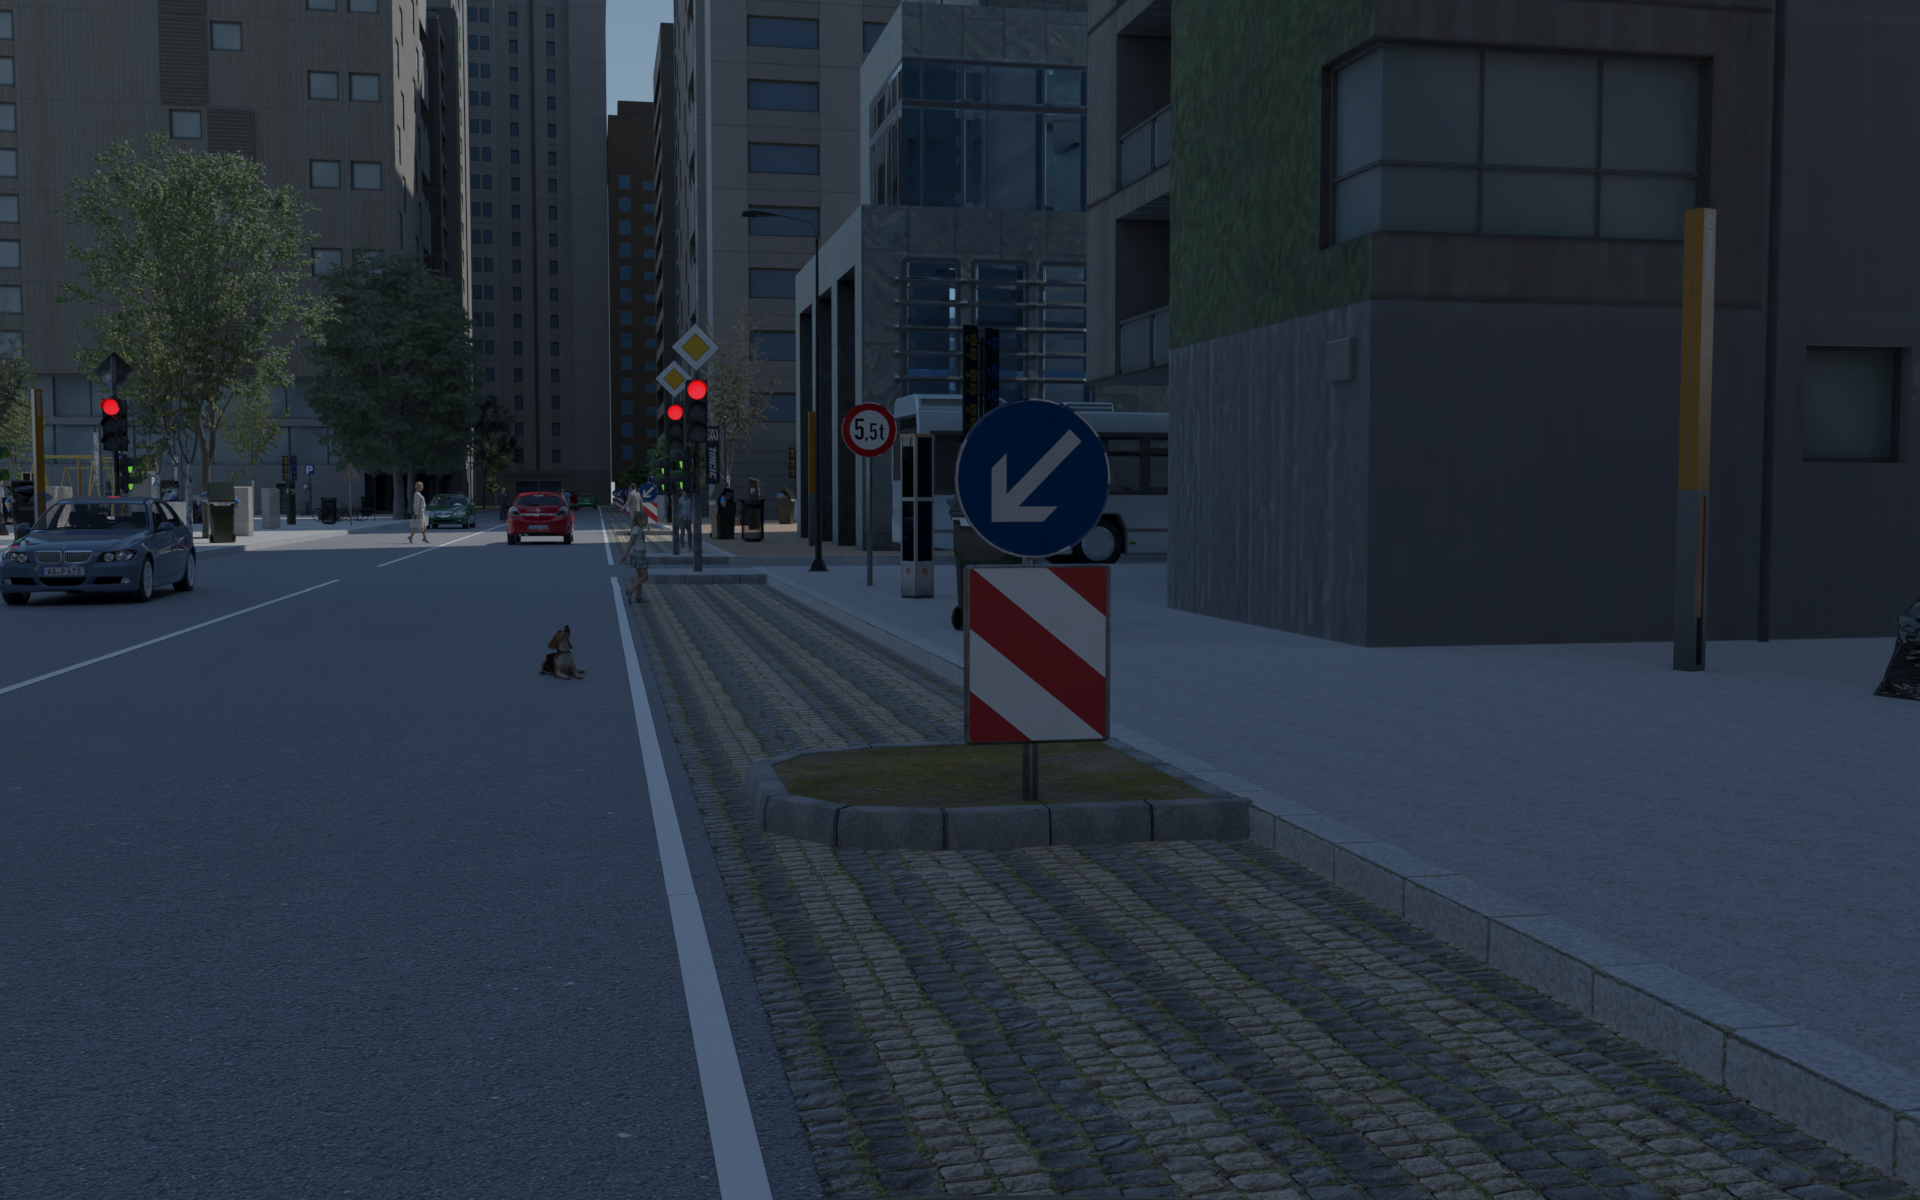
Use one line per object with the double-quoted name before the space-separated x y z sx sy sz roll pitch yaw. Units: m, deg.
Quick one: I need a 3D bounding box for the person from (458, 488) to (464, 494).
"person" -30.749 -5.998 106.905 0.599 1.781 0.374 -1 4 -13

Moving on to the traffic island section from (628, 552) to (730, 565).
"traffic island section" -5.971 -0.873 36.558 2.009 0.180 2.903 -1 4 -12

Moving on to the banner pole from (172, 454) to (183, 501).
"banner pole" -43.644 -6.526 96.711 0.863 3.779 0.401 1 4 13

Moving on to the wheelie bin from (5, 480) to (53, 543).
"wheelie bin" -21.521 -1.966 40.051 0.980 1.594 0.693 -2 4 -26

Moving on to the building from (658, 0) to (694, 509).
"building" -16.639 -43.707 152.857 20.563 71.187 20.611 -1 4 -12

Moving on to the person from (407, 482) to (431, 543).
"person" -15.773 -2.543 50.432 0.624 1.780 0.694 0 4 -1

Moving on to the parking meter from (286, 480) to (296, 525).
"parking meter" -27.989 -4.083 72.465 0.255 1.863 0.399 -3 5 -44

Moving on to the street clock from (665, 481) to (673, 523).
"street clock" -12.956 -4.443 77.217 0.358 2.002 0.471 -2 4 -31

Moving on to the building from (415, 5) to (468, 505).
"building" -47.957 -27.920 140.092 14.154 41.232 14.086 -1 4 -12

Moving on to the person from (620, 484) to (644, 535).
"person" -11.124 -3.080 59.132 0.850 1.792 0.678 2 4 29

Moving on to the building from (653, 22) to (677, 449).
"building" -19.552 -33.688 174.498 21.300 48.544 21.600 -1 4 -12

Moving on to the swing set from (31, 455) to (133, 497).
"swing set" -37.202 -4.641 73.505 3.119 2.851 2.862 -1 4 -16

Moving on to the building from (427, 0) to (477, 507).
"building" -58.392 -44.528 166.289 20.611 71.187 20.563 -1 4 -12

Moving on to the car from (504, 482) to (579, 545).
"car" -12.211 -2.536 50.512 2.155 1.783 4.494 -1 4 -11

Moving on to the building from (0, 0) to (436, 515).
"building" -50.964 -32.314 117.577 28.713 52.752 27.495 -1 4 -12

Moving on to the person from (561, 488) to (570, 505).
"person" -23.825 -5.876 104.599 0.660 1.820 0.620 1 4 17

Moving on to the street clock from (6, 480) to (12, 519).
"street clock" -49.455 -5.245 90.318 0.471 2.002 0.358 2 4 23

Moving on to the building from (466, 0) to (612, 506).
"building" -55.080 -40.279 200.554 28.212 58.520 21.231 -1 4 -12

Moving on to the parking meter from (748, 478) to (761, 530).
"parking meter" -7.363 -3.448 62.080 0.399 1.863 0.255 1 4 17

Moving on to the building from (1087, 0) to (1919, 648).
"building" 8.851 -20.656 21.324 14.154 41.232 14.086 -1 4 -12

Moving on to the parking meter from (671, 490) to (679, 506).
"parking meter" -13.686 -4.570 83.137 0.372 1.533 0.369 0 3 0

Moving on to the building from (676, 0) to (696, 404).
"building" -7.156 -33.107 130.538 28.713 52.752 27.495 -1 4 -12

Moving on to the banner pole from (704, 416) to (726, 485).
"banner pole" -7.813 -4.026 55.846 0.863 3.779 0.401 0 4 -1

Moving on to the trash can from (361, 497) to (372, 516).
"trash can" -34.313 -5.413 100.154 0.748 1.137 0.748 0 3 0

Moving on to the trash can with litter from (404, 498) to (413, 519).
"trash can with litter" -28.350 -4.704 88.295 0.624 1.170 1.055 1 4 8

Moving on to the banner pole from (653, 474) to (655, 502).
"banner pole" -17.486 -6.663 98.960 0.401 3.779 0.863 0 4 -5

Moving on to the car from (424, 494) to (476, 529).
"car" -21.364 -3.715 72.539 2.131 1.459 4.920 -1 4 -10

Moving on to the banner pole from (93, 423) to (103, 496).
"banner pole" -30.308 -4.338 60.951 0.863 3.779 0.401 3 5 44

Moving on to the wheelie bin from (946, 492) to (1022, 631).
"wheelie bin" 0.310 -0.514 16.304 0.980 1.594 0.693 2 4 29

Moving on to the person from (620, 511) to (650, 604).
"person" -4.252 -0.561 22.683 0.382 1.210 0.505 0 4 -7

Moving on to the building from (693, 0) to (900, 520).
"building" -4.528 -34.018 98.193 21.231 58.520 28.212 -1 4 -12

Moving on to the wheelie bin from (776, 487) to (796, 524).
"wheelie bin" -7.409 -4.019 73.620 0.693 1.594 0.980 1 4 13

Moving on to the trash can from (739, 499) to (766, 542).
"trash can" -5.555 -2.125 46.396 0.748 1.137 0.748 0 3 0

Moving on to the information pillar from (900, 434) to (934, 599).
"information pillar" -0.525 -1.030 21.336 0.304 2.012 0.304 -3 5 -40

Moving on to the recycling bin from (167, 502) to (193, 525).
"recycling bin" -25.339 -2.657 55.999 0.722 1.027 0.722 2 4 33

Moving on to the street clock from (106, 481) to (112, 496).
"street clock" -47.972 -5.691 97.617 0.358 2.002 0.471 -2 4 -27

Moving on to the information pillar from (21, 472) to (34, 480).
"information pillar" -31.097 -3.262 57.825 0.304 2.012 0.304 -1 4 -14

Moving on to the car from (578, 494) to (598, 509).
"car" -35.070 -9.428 162.939 1.959 1.807 4.718 -1 4 -11

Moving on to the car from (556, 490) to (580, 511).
"car" -33.650 -8.518 147.935 2.281 1.827 5.304 -1 4 -11

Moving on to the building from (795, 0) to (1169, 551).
"building" 10.690 -45.116 50.325 31.000 86.520 22.319 -1 4 -12

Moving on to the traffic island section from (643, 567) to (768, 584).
"traffic island section" -4.330 -0.395 28.743 2.009 0.180 2.903 -1 4 -12

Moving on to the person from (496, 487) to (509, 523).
"person" -22.729 -4.721 86.116 0.576 1.772 0.534 -3 4 -38

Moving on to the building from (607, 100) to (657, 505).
"building" -33.540 -33.728 201.558 14.200 45.320 14.600 -1 4 -12

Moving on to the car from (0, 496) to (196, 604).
"car" -11.925 -0.745 24.189 2.014 1.417 4.499 -1 4 -13

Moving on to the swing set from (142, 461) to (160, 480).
"swing set" -39.843 -5.188 82.445 3.119 2.851 2.862 -3 5 -42

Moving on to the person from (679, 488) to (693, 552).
"person" -6.799 -1.987 42.806 0.589 1.601 0.330 -3 5 -42

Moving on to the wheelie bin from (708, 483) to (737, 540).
"wheelie bin" -6.721 -2.519 49.096 0.693 1.594 0.980 -2 4 -31

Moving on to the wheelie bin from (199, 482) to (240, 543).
"wheelie bin" -19.460 -2.300 45.520 0.980 1.594 0.693 -2 4 -30

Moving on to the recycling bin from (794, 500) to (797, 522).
"recycling bin" -7.208 -4.039 78.597 0.722 1.027 0.722 -3 5 -43

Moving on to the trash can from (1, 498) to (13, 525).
"trash can" -39.444 -3.689 71.967 0.748 1.137 0.748 0 3 0

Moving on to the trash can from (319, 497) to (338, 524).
"trash can" -26.700 -3.770 73.289 0.748 1.137 0.748 0 3 0

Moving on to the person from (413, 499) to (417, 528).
"person" -22.660 -3.603 72.099 0.352 1.250 0.332 3 5 42
